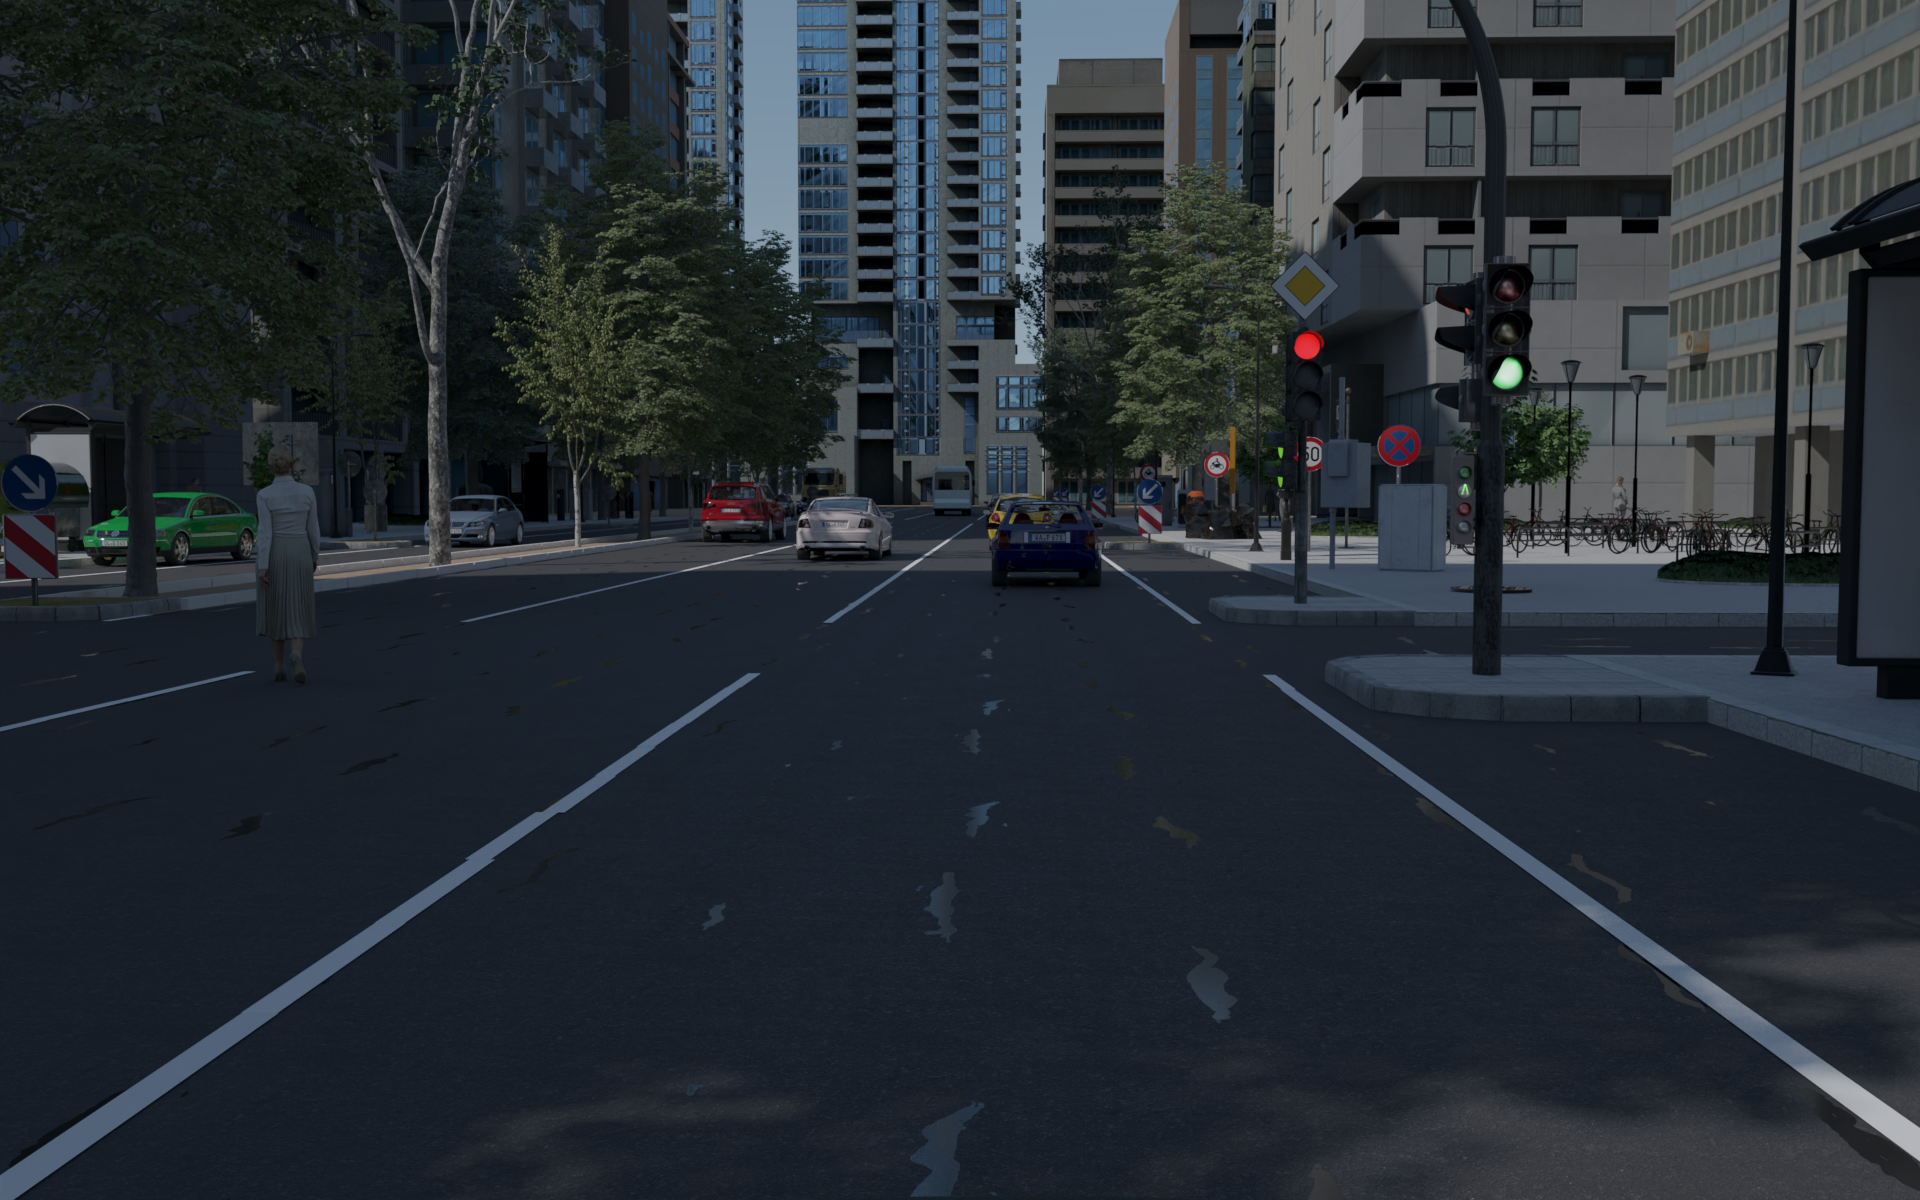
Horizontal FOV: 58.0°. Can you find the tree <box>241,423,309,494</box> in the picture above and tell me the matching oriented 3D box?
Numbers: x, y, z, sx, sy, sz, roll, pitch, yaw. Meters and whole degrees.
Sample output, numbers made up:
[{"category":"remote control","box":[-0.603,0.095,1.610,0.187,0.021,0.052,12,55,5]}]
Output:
[{"category":"tree","box":[-18.725,-3.201,46.933,1.663,3.219,1.824,0,3,0]}]

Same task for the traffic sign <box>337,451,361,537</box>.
[{"category":"traffic sign","box":[-18.065,-3.126,51.218,0.768,2.556,0.104,1,4,9]}]

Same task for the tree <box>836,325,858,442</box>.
[{"category":"tree","box":[-8.573,-9.704,79.244,7.486,12.596,7.792,0,3,0]}]

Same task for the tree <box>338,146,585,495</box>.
[{"category":"tree","box":[-18.085,-9.620,63.949,9.857,13.997,8.962,0,3,0]}]

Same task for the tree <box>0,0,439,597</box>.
[{"category":"tree","box":[-10.881,-6.256,22.875,7.486,12.596,7.792,0,3,0]}]

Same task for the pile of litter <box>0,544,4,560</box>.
[{"category":"pile of litter","box":[-19.145,-1.261,34.582,1.176,0.858,1.719,0,4,4]}]

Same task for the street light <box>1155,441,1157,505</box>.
[{"category":"street light","box":[7.017,-5.758,66.689,1.470,5.913,1.316,0,4,2]}]

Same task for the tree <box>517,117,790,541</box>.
[{"category":"tree","box":[-9.664,-8.074,52.587,7.486,12.596,7.792,0,3,0]}]

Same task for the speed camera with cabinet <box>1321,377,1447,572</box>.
[{"category":"speed camera with cabinet","box":[7.124,-2.128,29.125,2.038,3.252,0.660,3,4,38]}]

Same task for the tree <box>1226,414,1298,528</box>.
[{"category":"tree","box":[11.945,-5.053,66.330,4.285,4.588,4.351,0,3,0]}]

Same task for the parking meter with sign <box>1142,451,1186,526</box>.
[{"category":"parking meter with sign","box":[8.207,-4.498,69.806,1.738,3.016,0.543,0,4,5]}]

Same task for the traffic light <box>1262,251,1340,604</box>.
[{"category":"traffic light","box":[3.980,-1.914,20.223,0.839,4.253,0.868,0,4,2]}]

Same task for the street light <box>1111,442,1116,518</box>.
[{"category":"street light","box":[7.882,-7.480,94.831,1.470,5.913,1.316,0,4,2]}]

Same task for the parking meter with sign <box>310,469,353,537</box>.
[{"category":"parking meter with sign","box":[-19.104,-3.405,51.938,1.738,3.016,0.543,1,4,11]}]

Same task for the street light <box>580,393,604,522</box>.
[{"category":"street light","box":[-16.605,-6.474,78.390,1.470,5.913,1.316,0,4,2]}]

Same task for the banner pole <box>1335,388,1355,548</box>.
[{"category":"banner pole","box":[8.999,-3.101,40.719,0.401,3.779,0.863,3,5,39]}]

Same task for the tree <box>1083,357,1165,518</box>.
[{"category":"tree","box":[9.429,-8.583,90.690,4.737,8.622,4.395,0,3,0]}]

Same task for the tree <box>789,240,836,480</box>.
[{"category":"tree","box":[-9.157,-8.920,66.430,7.486,12.596,7.792,0,3,0]}]

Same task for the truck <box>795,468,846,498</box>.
[{"category":"truck","box":[-10.126,-8.124,128.750,3.469,3.379,9.791,0,4,1]}]

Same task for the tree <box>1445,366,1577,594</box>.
[{"category":"tree","box":[6.882,-1.712,22.598,1.663,3.219,1.824,0,3,0]}]

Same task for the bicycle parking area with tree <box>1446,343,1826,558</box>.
[{"category":"bicycle parking area with tree","box":[14.512,-2.941,35.086,9.016,4.147,8.231,-2,4,-24]}]

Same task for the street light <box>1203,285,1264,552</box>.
[{"category":"street light","box":[6.078,-4.037,38.550,1.470,5.913,1.316,0,4,2]}]

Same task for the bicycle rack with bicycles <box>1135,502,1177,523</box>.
[{"category":"bicycle rack with bicycles","box":[8.838,-3.834,76.074,2.925,0.926,2.852,-2,4,-35]}]

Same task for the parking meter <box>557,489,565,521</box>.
[{"category":"parking meter","box":[-19.150,-4.568,83.095,0.372,1.533,0.369,0,3,0]}]

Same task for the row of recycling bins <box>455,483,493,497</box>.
[{"category":"row of recycling bins","box":[-19.073,-3.740,68.256,1.069,1.692,3.534,0,4,-3]}]

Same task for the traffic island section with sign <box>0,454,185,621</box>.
[{"category":"traffic island section with sign","box":[-10.623,-0.754,20.464,2.006,1.907,1.989,0,4,2]}]

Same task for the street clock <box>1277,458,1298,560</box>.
[{"category":"street clock","box":[6.324,-1.772,33.544,0.471,2.002,0.358,0,3,0]}]

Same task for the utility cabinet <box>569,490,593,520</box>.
[{"category":"utility cabinet","box":[-18.739,-4.705,85.602,1.173,1.500,0.318,2,4,23]}]

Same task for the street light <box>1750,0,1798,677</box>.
[{"category":"street light","box":[5.257,-2.424,12.180,1.470,5.913,1.316,0,4,2]}]

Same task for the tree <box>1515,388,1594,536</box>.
[{"category":"tree","box":[18.042,-4.295,53.929,4.285,4.588,4.351,0,3,0]}]

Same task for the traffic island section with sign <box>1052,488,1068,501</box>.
[{"category":"traffic island section with sign","box":[7.310,-6.978,122.716,1.989,1.847,2.006,0,4,2]}]

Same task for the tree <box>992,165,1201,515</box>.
[{"category":"tree","box":[8.188,-15.085,102.534,12.611,20.169,13.585,0,3,0]}]

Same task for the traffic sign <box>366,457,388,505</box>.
[{"category":"traffic sign","box":[-19.769,-3.589,58.790,0.768,2.556,0.104,0,4,2]}]

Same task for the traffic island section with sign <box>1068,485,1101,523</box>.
[{"category":"traffic island section with sign","box":[5.723,-3.957,73.324,1.989,1.847,2.006,0,4,2]}]

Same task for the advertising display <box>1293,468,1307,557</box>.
[{"category":"advertising display","box":[7.019,-1.869,35.767,0.123,1.923,0.974,1,4,21]}]

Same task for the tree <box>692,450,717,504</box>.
[{"category":"tree","box":[-16.338,-9.851,111.423,4.360,8.622,3.978,0,3,0]}]

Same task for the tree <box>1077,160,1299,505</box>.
[{"category":"tree","box":[8.582,-8.647,59.502,7.486,12.596,7.792,0,3,0]}]

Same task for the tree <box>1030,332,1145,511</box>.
[{"category":"tree","box":[9.961,-13.898,133.893,9.857,13.997,8.962,0,3,0]}]

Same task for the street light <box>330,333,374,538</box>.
[{"category":"street light","box":[-17.568,-4.741,50.051,1.470,5.913,1.316,0,4,2]}]

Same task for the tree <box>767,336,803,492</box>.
[{"category":"tree","box":[-8.599,-7.360,73.162,4.737,8.622,4.395,0,3,0]}]

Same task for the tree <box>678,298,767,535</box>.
[{"category":"tree","box":[-9.268,-6.519,59.400,4.737,8.622,4.395,0,3,0]}]

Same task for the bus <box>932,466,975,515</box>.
[{"category":"bus","box":[-0.447,-7.611,119.294,2.948,3.499,13.247,0,4,1]}]

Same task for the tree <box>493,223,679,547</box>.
[{"category":"tree","box":[-10.218,-5.699,46.000,4.737,8.622,4.395,0,3,0]}]

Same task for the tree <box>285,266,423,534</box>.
[{"category":"tree","box":[-19.049,-6.411,55.184,4.737,8.622,4.395,0,3,0]}]

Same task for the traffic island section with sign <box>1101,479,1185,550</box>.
[{"category":"traffic island section with sign","box":[4.834,-2.262,45.607,1.989,1.847,2.006,0,4,2]}]

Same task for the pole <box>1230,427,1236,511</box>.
[{"category":"pole","box":[8.323,-3.610,52.872,0.158,3.312,0.155,0,3,0]}]

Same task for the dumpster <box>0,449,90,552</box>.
[{"category":"dumpster","box":[-20.115,-2.145,37.569,1.502,2.255,1.985,0,4,2]}]

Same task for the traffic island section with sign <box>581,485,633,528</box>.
[{"category":"traffic island section with sign","box":[-14.995,-3.975,73.625,1.989,1.847,2.006,0,4,2]}]

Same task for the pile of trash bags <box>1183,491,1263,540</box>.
[{"category":"pile of trash bags","box":[7.368,-2.484,50.364,1.912,1.369,3.447,-1,4,-15]}]

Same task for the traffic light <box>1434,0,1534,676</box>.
[{"category":"traffic light","box":[1.630,-2.294,12.167,4.771,5.953,1.251,0,4,2]}]

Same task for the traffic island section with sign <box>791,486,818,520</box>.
[{"category":"traffic island section with sign","box":[-8.223,-5.347,95.565,2.006,1.907,1.989,0,4,2]}]

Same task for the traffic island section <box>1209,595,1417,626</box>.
[{"category":"traffic island section","box":[4.019,0.119,20.336,2.009,0.180,2.903,0,4,2]}]

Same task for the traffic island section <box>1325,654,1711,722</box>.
[{"category":"traffic island section","box":[3.763,0.607,12.355,2.009,0.180,2.903,0,4,2]}]

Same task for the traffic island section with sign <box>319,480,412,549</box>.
[{"category":"traffic island section with sign","box":[-15.863,-2.316,46.493,1.989,1.847,2.006,0,4,2]}]

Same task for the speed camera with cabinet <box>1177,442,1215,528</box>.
[{"category":"speed camera with cabinet","box":[8.963,-4.359,65.600,0.660,3.252,2.038,-1,4,-23]}]

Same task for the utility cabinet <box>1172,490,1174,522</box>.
[{"category":"utility cabinet","box":[9.315,-4.271,78.507,0.318,1.500,1.173,-1,4,-20]}]

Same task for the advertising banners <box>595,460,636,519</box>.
[{"category":"advertising banners","box":[-17.944,-5.745,90.115,2.074,3.025,0.090,0,4,-1]}]

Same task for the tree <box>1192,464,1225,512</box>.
[{"category":"tree","box":[13.508,-6.012,92.889,1.663,3.219,1.824,0,3,0]}]

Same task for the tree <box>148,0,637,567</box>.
[{"category":"tree","box":[-11.425,-10.768,34.397,12.611,20.169,13.585,0,3,0]}]
